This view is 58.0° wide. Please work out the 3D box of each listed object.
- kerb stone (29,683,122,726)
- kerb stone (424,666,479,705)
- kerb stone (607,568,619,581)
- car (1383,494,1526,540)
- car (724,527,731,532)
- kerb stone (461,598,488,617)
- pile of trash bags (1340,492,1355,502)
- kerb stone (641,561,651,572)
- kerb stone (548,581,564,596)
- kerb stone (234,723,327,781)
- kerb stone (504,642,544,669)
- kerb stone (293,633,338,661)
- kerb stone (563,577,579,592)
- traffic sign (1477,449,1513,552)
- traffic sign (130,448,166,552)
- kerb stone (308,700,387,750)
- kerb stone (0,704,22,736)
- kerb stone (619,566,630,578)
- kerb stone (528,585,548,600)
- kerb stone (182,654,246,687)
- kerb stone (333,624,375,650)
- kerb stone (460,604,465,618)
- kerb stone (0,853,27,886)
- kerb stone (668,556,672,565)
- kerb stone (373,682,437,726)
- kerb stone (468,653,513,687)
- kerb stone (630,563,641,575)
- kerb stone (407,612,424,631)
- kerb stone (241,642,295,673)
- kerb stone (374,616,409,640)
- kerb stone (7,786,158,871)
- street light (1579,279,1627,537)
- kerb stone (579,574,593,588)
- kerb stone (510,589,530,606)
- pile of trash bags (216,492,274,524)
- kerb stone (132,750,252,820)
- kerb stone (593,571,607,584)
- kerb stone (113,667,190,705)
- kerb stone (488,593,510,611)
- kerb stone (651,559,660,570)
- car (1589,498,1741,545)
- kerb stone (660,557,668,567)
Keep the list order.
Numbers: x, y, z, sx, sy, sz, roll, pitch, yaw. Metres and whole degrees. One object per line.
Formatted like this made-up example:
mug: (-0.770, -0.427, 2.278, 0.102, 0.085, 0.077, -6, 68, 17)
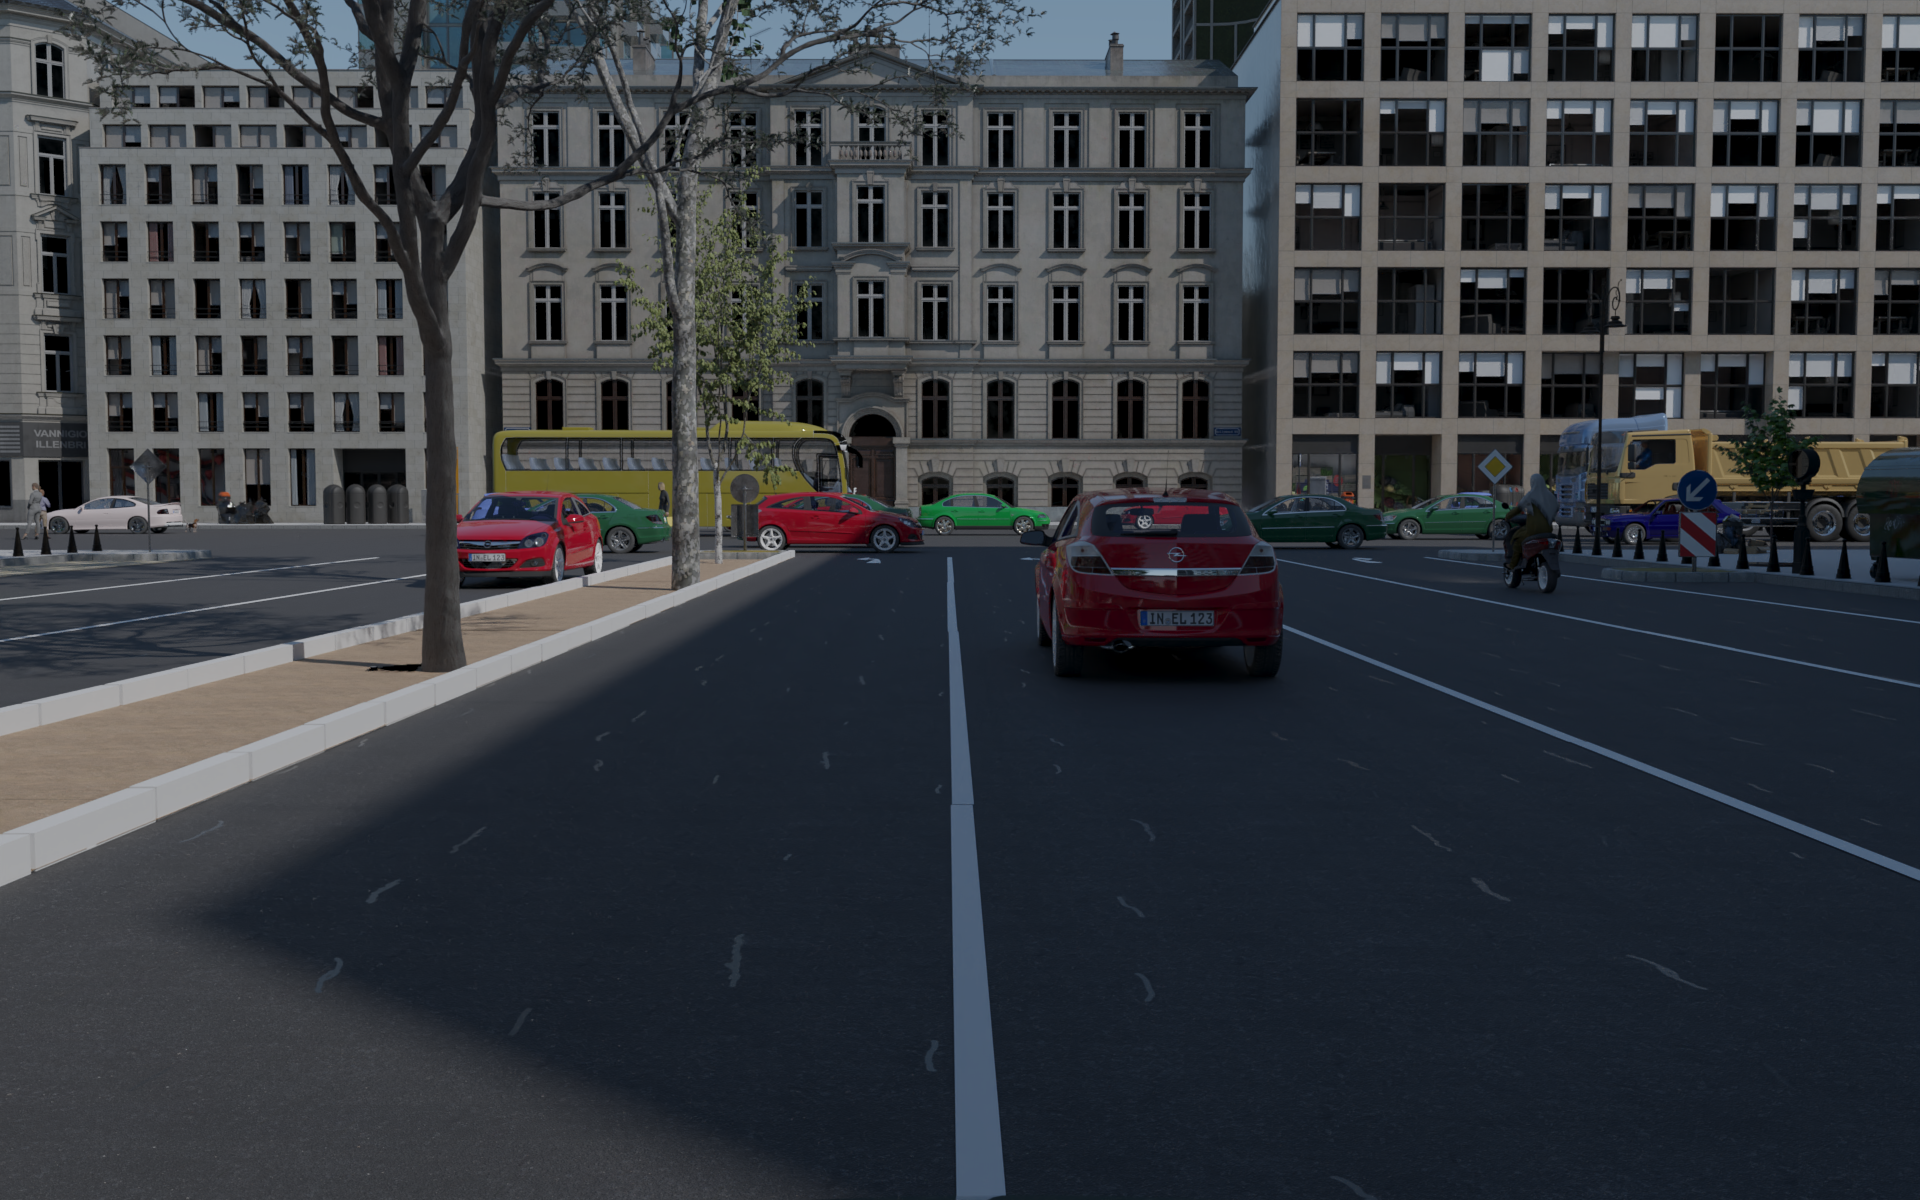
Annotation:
kerb stone: (-5.707, 0.678, 11.141, 0.120, 0.150, 1.000, 0, 4, 0)
kerb stone: (-3.612, 0.610, 12.224, 0.120, 0.150, 1.000, 0, 4, 0)
kerb stone: (-5.845, -0.393, 28.661, 0.120, 0.150, 1.000, 0, 4, 0)
car: (15.460, -2.631, 54.820, 4.920, 1.459, 2.131, 0, 4, 1)
car: (-7.237, -3.432, 65.902, 4.222, 1.686, 2.009, 0, 4, -1)
kerb stone: (-5.784, 0.110, 20.403, 0.120, 0.150, 1.000, 0, 4, 0)
pile of trash bags: (15.073, -3.890, 73.358, 3.447, 1.369, 1.912, -1, 4, -12)
kerb stone: (-5.863, -0.585, 31.754, 0.120, 0.150, 1.000, 0, 4, 0)
kerb stone: (-5.816, -0.137, 24.532, 0.120, 0.150, 1.000, 0, 4, 0)
kerb stone: (-3.593, 0.801, 9.135, 0.120, 0.150, 1.000, 0, 4, 0)
kerb stone: (-3.633, 0.484, 14.290, 0.120, 0.150, 1.000, 0, 4, 0)
kerb stone: (-5.743, 0.424, 15.256, 0.120, 0.150, 1.000, 0, 4, 0)
kerb stone: (-5.825, -0.206, 25.559, 0.120, 0.150, 1.000, 0, 4, 0)
traffic sign: (11.846, -2.127, 38.422, 0.795, 2.450, 0.064, 0, 4, 0)
traffic sign: (-17.898, -2.114, 38.205, 0.795, 2.450, 0.064, 0, 4, 0)
kerb stone: (-3.606, 0.736, 10.169, 0.120, 0.150, 1.000, 0, 4, 0)
kerb stone: (-5.703, 0.743, 10.114, 0.120, 0.150, 1.000, 0, 4, 0)
kerb stone: (-5.858, -0.456, 29.697, 0.120, 0.150, 1.000, 0, 4, 0)
kerb stone: (-5.807, -0.080, 23.505, 0.120, 0.150, 1.000, 0, 4, 0)
kerb stone: (-5.725, 0.550, 13.202, 0.120, 0.150, 1.000, 0, 4, 0)
kerb stone: (-5.751, 0.362, 16.283, 0.120, 0.150, 1.000, 0, 4, 0)
kerb stone: (-5.769, 0.178, 19.376, 0.120, 0.150, 1.000, 0, 4, 0)
kerb stone: (-3.561, 0.989, 6.030, 0.120, 0.150, 1.000, 0, 4, 0)
kerb stone: (-5.892, -0.773, 34.842, 0.120, 0.150, 1.000, 0, 4, 0)
kerb stone: (-3.607, 0.673, 11.197, 0.120, 0.150, 1.000, 0, 4, 0)
kerb stone: (-3.626, 0.546, 13.262, 0.120, 0.150, 1.000, 0, 4, 0)
kerb stone: (-5.860, -0.522, 30.724, 0.120, 0.150, 1.000, 0, 4, 0)
kerb stone: (-5.762, 0.235, 18.349, 0.120, 0.150, 1.000, 0, 4, 0)
kerb stone: (-5.731, 0.488, 14.229, 0.120, 0.150, 1.000, 0, 4, 0)
kerb stone: (-5.754, 0.301, 17.322, 0.120, 0.150, 1.000, 0, 4, 0)
kerb stone: (-3.573, 0.928, 7.070, 0.120, 0.150, 1.000, 0, 4, 0)
street light: (13.812, -3.949, 37.351, 0.468, 5.910, 1.993, 0, 4, 0)
kerb stone: (-5.838, -0.269, 26.600, 0.120, 0.150, 1.000, 0, 4, 0)
kerb stone: (-5.794, -0.017, 22.465, 0.120, 0.150, 1.000, 0, 4, 0)
pile of trash bags: (-31.131, -3.972, 74.697, 3.447, 1.369, 1.912, 3, 5, 43)
kerb stone: (-3.586, 0.862, 8.097, 0.120, 0.150, 1.000, 0, 4, 0)
kerb stone: (-5.837, -0.332, 27.627, 0.120, 0.150, 1.000, 0, 4, 0)
kerb stone: (-5.709, 0.613, 12.175, 0.120, 0.150, 1.000, 0, 4, 0)
kerb stone: (-5.792, 0.046, 21.438, 0.120, 0.150, 1.000, 0, 4, 0)
kerb stone: (-5.879, -0.647, 32.781, 0.120, 0.150, 1.000, 0, 4, 0)
car: (20.164, -2.262, 49.566, 3.894, 1.354, 1.945, 0, 4, -1)
kerb stone: (-5.886, -0.711, 33.815, 0.120, 0.150, 1.000, 0, 4, 0)
